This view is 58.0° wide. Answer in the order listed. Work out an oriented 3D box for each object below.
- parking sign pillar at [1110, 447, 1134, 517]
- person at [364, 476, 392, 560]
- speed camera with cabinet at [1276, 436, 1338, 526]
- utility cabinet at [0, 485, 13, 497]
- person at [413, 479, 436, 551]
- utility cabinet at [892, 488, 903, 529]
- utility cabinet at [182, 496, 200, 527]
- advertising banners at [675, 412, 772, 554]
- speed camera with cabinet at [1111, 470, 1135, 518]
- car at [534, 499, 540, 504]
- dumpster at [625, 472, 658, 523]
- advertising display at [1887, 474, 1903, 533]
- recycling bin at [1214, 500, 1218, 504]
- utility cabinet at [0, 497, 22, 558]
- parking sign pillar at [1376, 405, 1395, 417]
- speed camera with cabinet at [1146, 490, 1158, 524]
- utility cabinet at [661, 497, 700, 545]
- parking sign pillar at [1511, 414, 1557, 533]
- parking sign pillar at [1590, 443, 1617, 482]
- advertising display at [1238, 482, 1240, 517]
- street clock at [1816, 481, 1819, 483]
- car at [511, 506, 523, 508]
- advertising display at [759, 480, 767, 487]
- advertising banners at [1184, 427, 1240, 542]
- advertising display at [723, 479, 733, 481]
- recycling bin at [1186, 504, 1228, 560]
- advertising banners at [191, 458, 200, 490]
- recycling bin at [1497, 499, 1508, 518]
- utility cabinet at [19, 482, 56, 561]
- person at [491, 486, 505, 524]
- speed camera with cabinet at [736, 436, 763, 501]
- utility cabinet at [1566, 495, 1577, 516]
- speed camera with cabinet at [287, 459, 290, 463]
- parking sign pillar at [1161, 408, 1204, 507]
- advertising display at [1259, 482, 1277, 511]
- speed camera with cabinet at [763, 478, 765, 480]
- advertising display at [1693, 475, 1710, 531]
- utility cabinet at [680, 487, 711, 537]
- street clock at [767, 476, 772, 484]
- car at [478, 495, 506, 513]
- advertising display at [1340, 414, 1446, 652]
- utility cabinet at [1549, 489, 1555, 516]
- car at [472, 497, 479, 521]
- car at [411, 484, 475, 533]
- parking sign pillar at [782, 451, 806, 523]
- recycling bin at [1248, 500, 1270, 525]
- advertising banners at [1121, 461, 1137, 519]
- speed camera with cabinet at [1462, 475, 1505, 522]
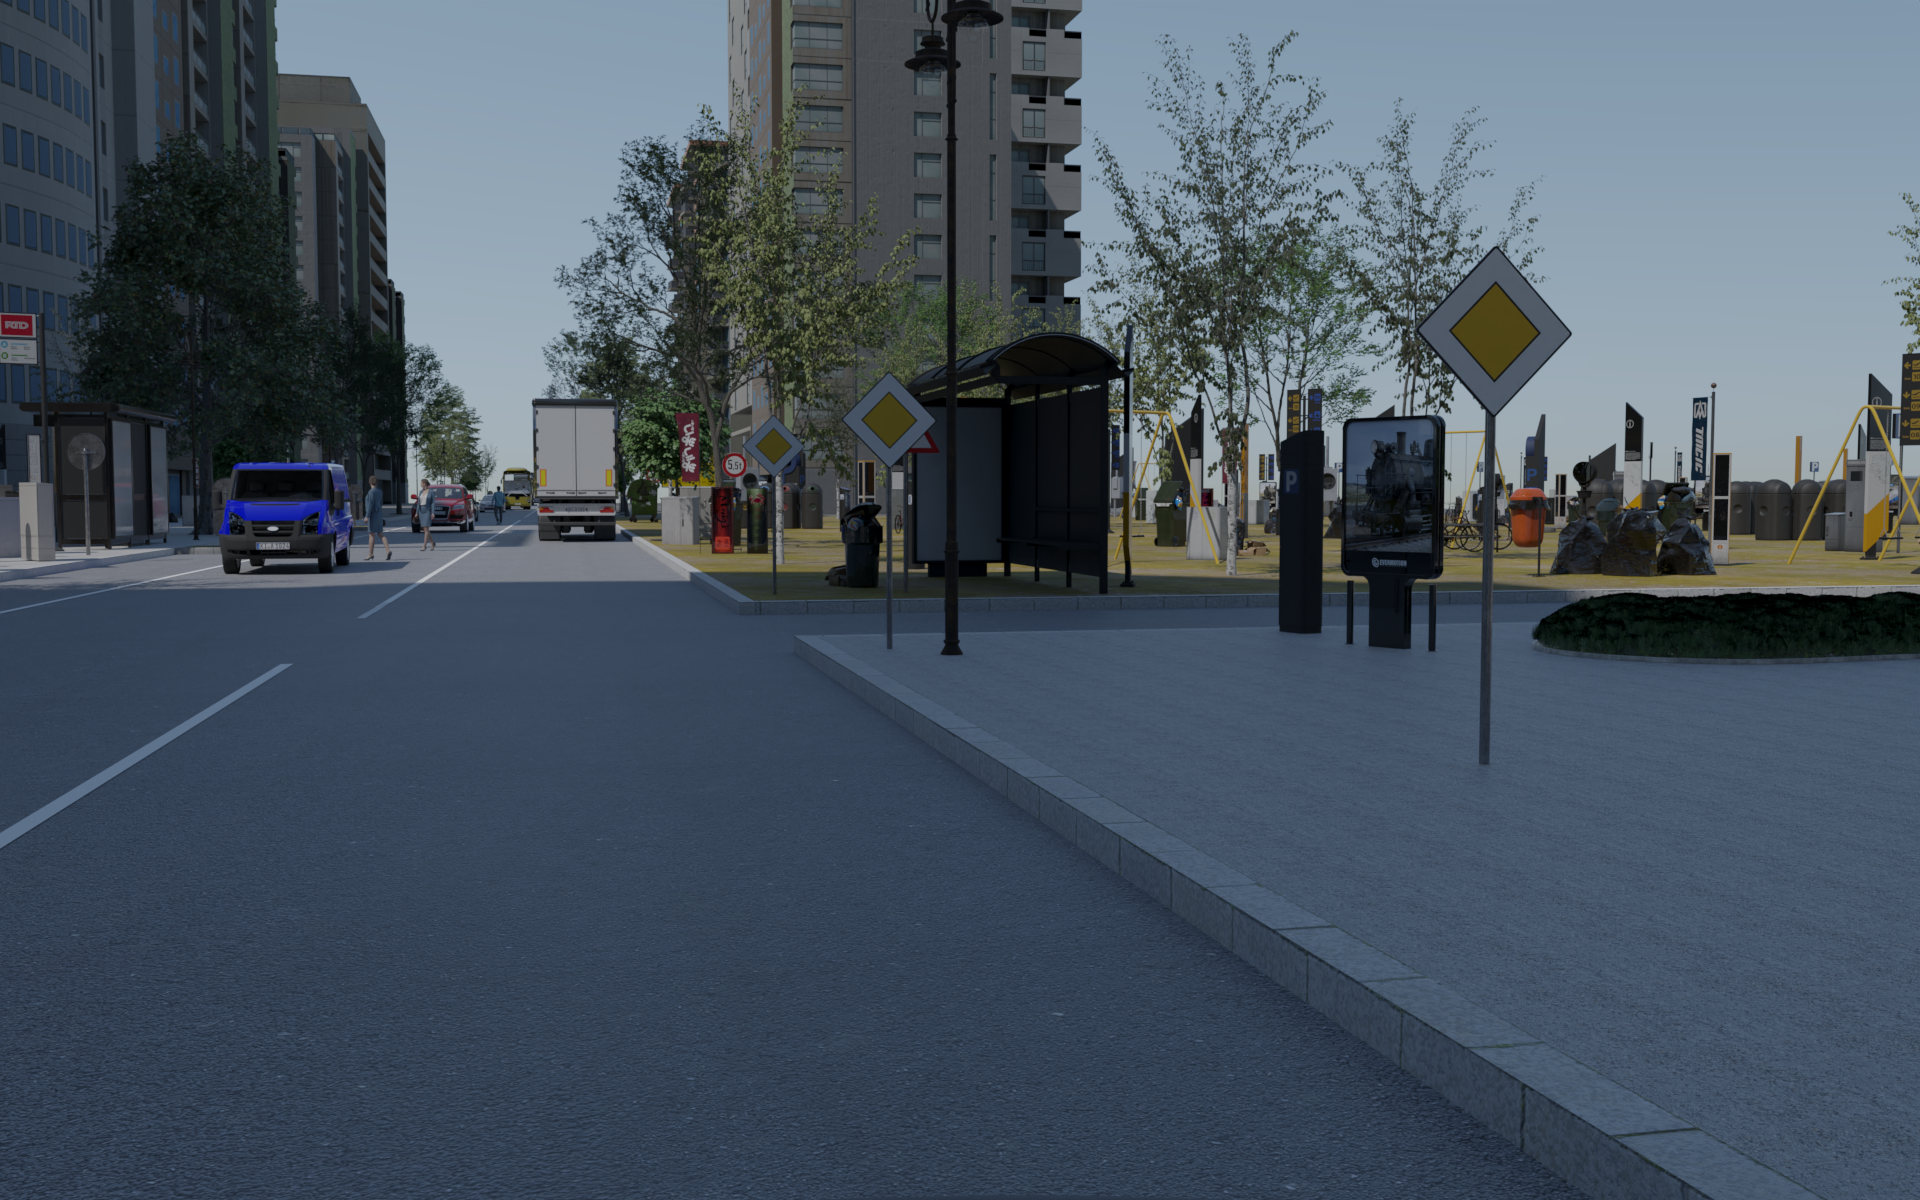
[{"bbox_3d":[9.302,-6.784,99.383,1.447,3.967,1.447,0,4,3],"label":"parking sign pillar"},{"bbox_3d":[-12.577,-1.762,37.329,0.654,1.822,0.581,2,4,27],"label":"person"},{"bbox_3d":[11.849,-3.966,59.182,2.038,3.252,0.660,1,4,11],"label":"speed camera with cabinet"},{"bbox_3d":[-22.668,-1.950,40.564,0.318,1.500,1.173,0,4,3],"label":"utility cabinet"},{"bbox_3d":[-13.434,-2.153,43.718,0.581,1.822,0.654,2,4,34],"label":"person"},{"bbox_3d":[-2.095,-3.302,62.667,1.173,1.500,0.318,-3,5,-42],"label":"utility cabinet"},{"bbox_3d":[-30.290,-3.518,68.678,1.020,1.237,0.306,-2,4,-23],"label":"utility cabinet"},{"bbox_3d":[-5.059,-2.500,37.062,2.074,3.025,0.090,0,4,4],"label":"advertising banners"},{"bbox_3d":[9.029,-6.042,93.124,0.660,3.252,2.038,-3,4,-37],"label":"speed camera with cabinet"},{"bbox_3d":[-57.601,-13.565,234.142,2.083,1.381,4.827,-1,4,-13],"label":"car"},{"bbox_3d":[-14.337,-4.640,78.356,1.502,2.255,1.985,-1,4,-13],"label":"dumpster"},{"bbox_3d":[30.199,-3.130,56.389,0.974,1.923,0.123,0,4,-8],"label":"advertising display"},{"bbox_3d":[11.054,-3.954,77.204,0.722,1.027,0.722,-1,4,-12],"label":"recycling bin"},{"bbox_3d":[-19.305,-1.435,34.624,0.306,1.237,1.020,2,4,34],"label":"utility cabinet"},{"bbox_3d":[12.438,-3.910,52.393,1.447,3.967,1.447,0,4,6],"label":"parking sign pillar"},{"bbox_3d":[8.885,-4.950,75.264,0.660,3.252,2.038,3,5,40],"label":"speed camera with cabinet"},{"bbox_3d":[-7.132,-2.019,44.165,1.020,1.237,0.306,2,4,30],"label":"utility cabinet"},{"bbox_3d":[19.210,-4.244,57.854,1.447,3.967,1.447,2,4,27],"label":"parking sign pillar"},{"bbox_3d":[34.083,-6.322,91.831,1.447,3.967,1.447,2,4,30],"label":"parking sign pillar"},{"bbox_3d":[15.155,-5.523,95.521,0.123,1.923,0.974,3,4,37],"label":"advertising display"},{"bbox_3d":[48.650,-5.753,98.632,0.471,2.002,0.358,0,4,0],"label":"street clock"},{"bbox_3d":[-46.183,-10.389,179.639,2.009,1.686,4.222,-1,4,-11],"label":"car"},{"bbox_3d":[-9.322,-4.653,81.293,0.974,1.923,0.123,3,5,40],"label":"advertising display"},{"bbox_3d":[6.473,-3.042,45.920,2.074,3.025,0.090,2,4,34],"label":"advertising banners"},{"bbox_3d":[-9.802,-4.233,74.425,0.974,1.923,0.123,-2,4,-24],"label":"advertising display"},{"bbox_3d":[4.906,-1.308,33.946,0.722,1.027,0.722,2,4,32],"label":"recycling bin"},{"bbox_3d":[-36.464,-5.365,83.901,0.090,3.025,2.074,1,4,18],"label":"advertising banners"},{"bbox_3d":[27.190,-4.577,87.384,0.722,1.027,0.722,2,4,28],"label":"recycling bin"},{"bbox_3d":[-17.724,-1.505,33.285,0.318,1.500,1.173,-3,5,-42],"label":"utility cabinet"},{"bbox_3d":[-21.795,-4.483,81.808,0.660,1.820,0.620,-3,4,-37],"label":"person"},{"bbox_3d":[-7.860,-3.933,58.643,2.038,3.252,0.660,-2,4,-28],"label":"speed camera with cabinet"},{"bbox_3d":[33.978,-5.249,96.988,1.020,1.237,0.306,0,4,5],"label":"utility cabinet"},{"bbox_3d":[-26.483,-4.486,67.678,0.660,3.252,2.038,-2,4,-26],"label":"speed camera with cabinet"},{"bbox_3d":[6.960,-4.023,54.251,1.447,3.967,1.447,-1,4,-20],"label":"parking sign pillar"},{"bbox_3d":[16.203,-5.254,91.117,0.974,1.923,0.123,3,4,38],"label":"advertising display"},{"bbox_3d":[-10.354,-6.035,93.011,2.038,3.252,0.660,-3,5,-43],"label":"speed camera with cabinet"},{"bbox_3d":[25.881,-3.344,59.884,0.974,1.923,0.123,1,4,9],"label":"advertising display"},{"bbox_3d":[-7.588,-2.575,50.773,1.173,1.500,0.318,-1,4,-13],"label":"utility cabinet"},{"bbox_3d":[-7.531,-3.996,69.899,0.471,2.002,0.358,2,4,25],"label":"street clock"},{"bbox_3d":[-36.585,-7.533,135.528,2.083,1.381,4.827,-1,4,-12],"label":"car"},{"bbox_3d":[3.593,-0.563,14.426,0.123,1.923,0.974,-3,4,-38],"label":"advertising display"},{"bbox_3d":[27.878,-4.432,81.150,0.318,1.500,1.173,0,4,7],"label":"utility cabinet"},{"bbox_3d":[-26.006,-4.908,90.026,2.009,1.686,4.222,-1,4,-12],"label":"car"},{"bbox_3d":[-19.704,-3.513,66.116,2.281,1.827,5.304,-1,4,-12],"label":"car"},{"bbox_3d":[-7.530,-5.470,77.899,1.447,3.967,1.447,3,5,42],"label":"parking sign pillar"},{"bbox_3d":[12.659,-3.721,73.389,0.722,1.027,0.722,2,4,30],"label":"recycling bin"},{"bbox_3d":[8.863,-5.769,90.511,0.090,3.025,2.074,2,4,27],"label":"advertising banners"},{"bbox_3d":[24.010,-5.202,79.384,2.038,3.252,0.660,-2,4,-25],"label":"speed camera with cabinet"}]
